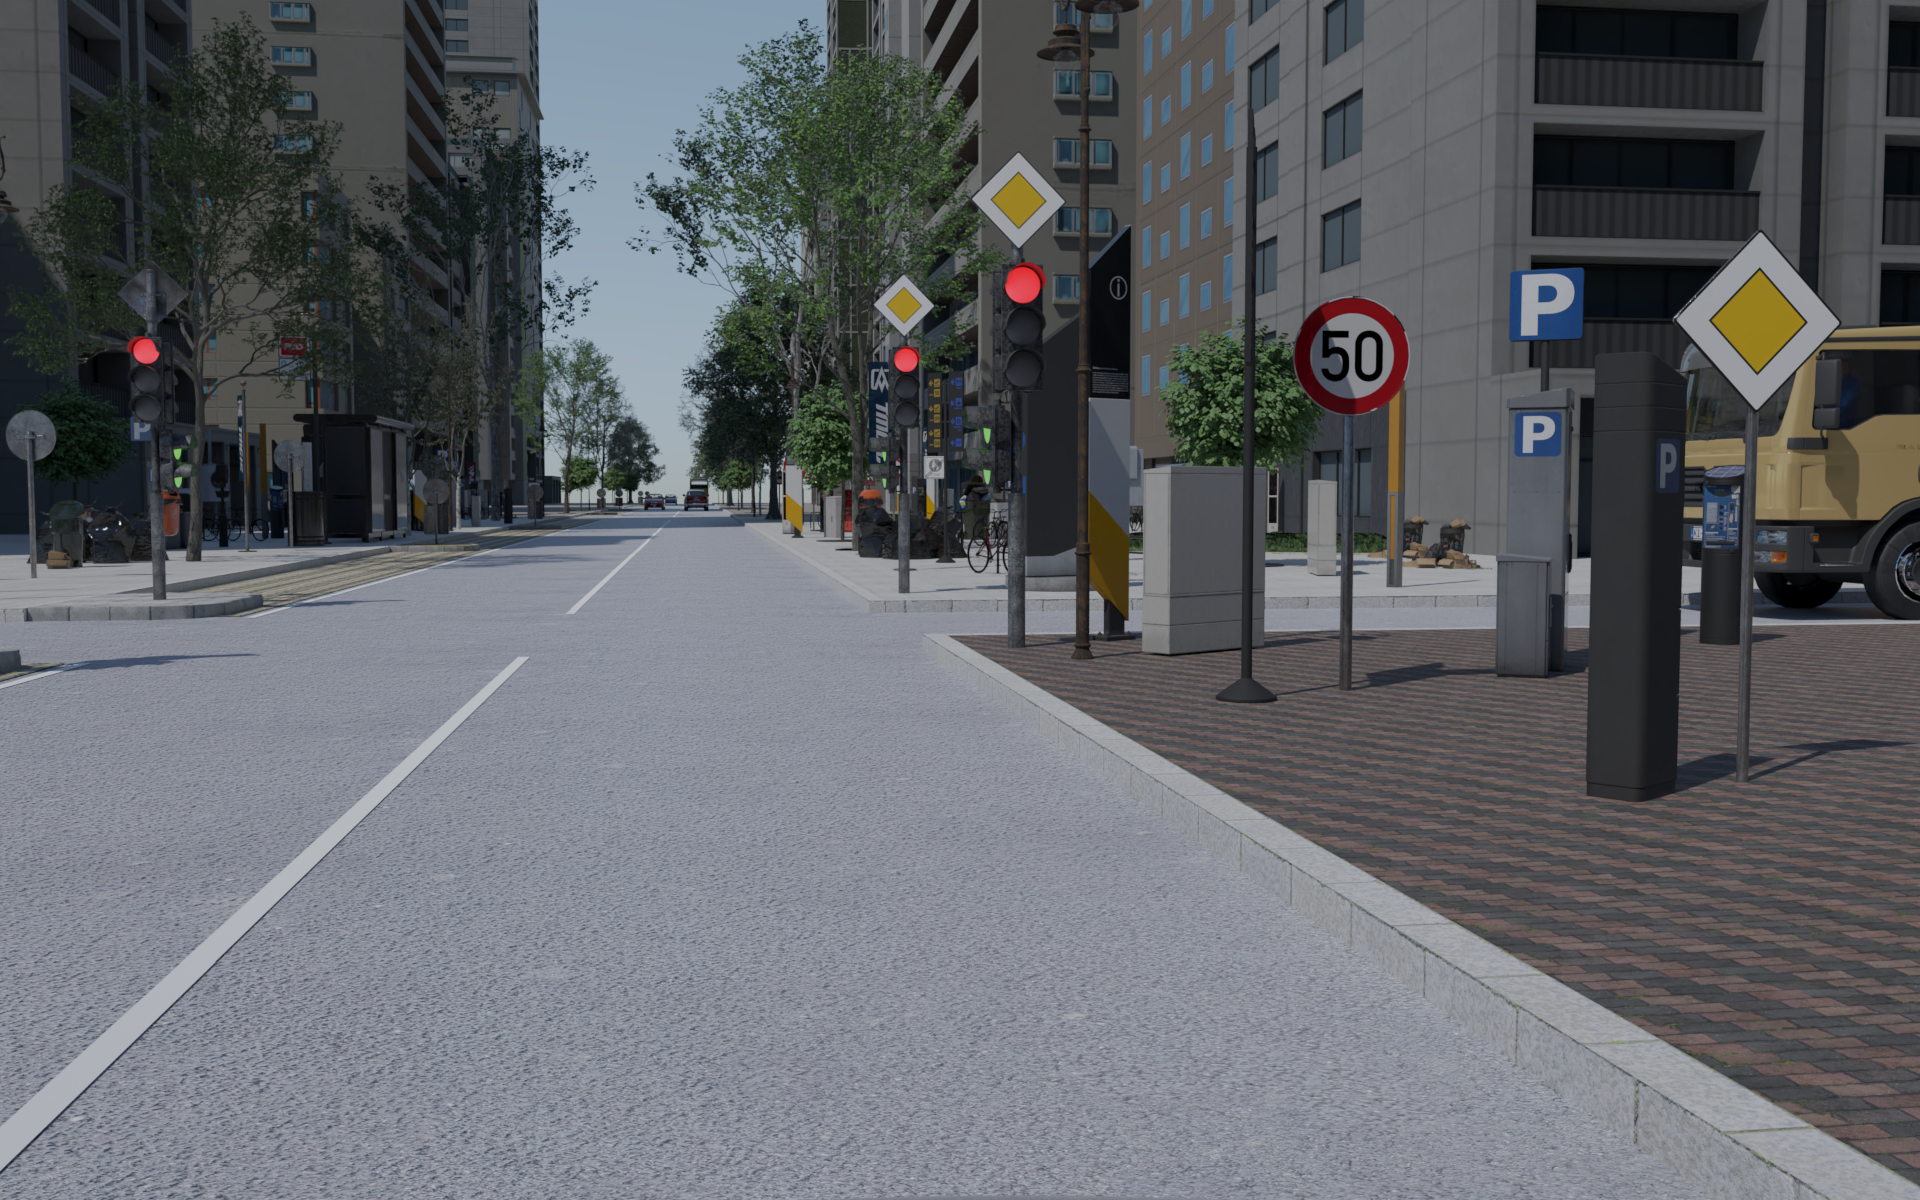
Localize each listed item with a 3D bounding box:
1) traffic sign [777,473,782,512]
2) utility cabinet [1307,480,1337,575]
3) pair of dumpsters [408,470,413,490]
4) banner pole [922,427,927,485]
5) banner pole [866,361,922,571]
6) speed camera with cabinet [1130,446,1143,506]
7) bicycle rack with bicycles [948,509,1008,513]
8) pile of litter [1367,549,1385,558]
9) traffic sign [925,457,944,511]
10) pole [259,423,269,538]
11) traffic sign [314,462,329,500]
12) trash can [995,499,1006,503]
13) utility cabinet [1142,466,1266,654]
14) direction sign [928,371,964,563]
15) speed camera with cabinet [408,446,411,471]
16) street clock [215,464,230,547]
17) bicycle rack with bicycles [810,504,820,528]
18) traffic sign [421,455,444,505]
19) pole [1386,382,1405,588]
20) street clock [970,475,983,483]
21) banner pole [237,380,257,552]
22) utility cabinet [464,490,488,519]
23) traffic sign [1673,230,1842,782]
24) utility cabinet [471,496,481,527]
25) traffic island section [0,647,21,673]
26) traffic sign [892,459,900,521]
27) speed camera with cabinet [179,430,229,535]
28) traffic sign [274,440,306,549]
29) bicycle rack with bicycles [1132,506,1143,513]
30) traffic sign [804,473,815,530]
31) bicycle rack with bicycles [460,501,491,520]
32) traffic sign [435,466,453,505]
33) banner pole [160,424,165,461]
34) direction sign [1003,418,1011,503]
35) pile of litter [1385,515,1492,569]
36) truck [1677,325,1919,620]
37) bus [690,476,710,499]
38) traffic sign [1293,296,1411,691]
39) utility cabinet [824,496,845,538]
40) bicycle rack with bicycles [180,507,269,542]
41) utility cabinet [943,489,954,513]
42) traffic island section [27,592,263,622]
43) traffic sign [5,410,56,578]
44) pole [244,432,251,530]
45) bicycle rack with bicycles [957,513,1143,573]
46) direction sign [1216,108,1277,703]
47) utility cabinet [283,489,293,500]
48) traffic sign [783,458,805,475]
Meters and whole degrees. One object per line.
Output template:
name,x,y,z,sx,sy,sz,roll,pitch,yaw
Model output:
traffic sign,-9.941,-5.826,95.358,0.768,2.556,0.104,0,4,-8
utility cabinet,5.767,-1.154,27.541,0.318,1.500,1.173,0,4,4
pair of dumpsters,-21.879,-3.938,66.880,1.574,2.255,4.437,-1,4,-8
banner pole,-1.184,-4.104,57.110,0.863,3.779,0.401,3,5,41
banner pole,-1.145,-2.378,28.902,0.863,3.779,0.401,-1,4,-18
speed camera with cabinet,3.774,-2.411,33.753,2.038,3.252,0.660,-1,4,-20
bicycle rack with bicycles,0.631,-1.718,41.464,2.852,0.926,2.925,-1,4,-14
pile of litter,8.946,-1.262,34.606,1.176,0.858,1.719,-2,4,-29
traffic sign,-0.672,-2.747,47.040,0.606,2.300,0.079,0,4,-6
pole,-20.104,-3.436,50.024,0.158,3.312,0.155,0,3,0
traffic sign,-19.696,-3.308,54.084,0.884,2.594,0.081,0,4,-8
trash can,1.419,-2.527,52.970,0.748,1.137,0.748,0,3,0
utility cabinet,1.987,-0.331,14.095,1.173,1.500,0.318,-3,5,-41
direction sign,-0.267,-2.461,32.234,0.876,3.537,0.379,3,5,41
speed camera with cabinet,-23.032,-4.780,72.492,0.660,3.252,2.038,0,4,-4
street clock,-17.843,-2.284,41.916,0.358,2.002,0.471,-1,4,-15
bicycle rack with bicycles,-4.303,-3.185,65.459,2.852,0.926,2.925,1,4,19
traffic sign,-17.346,-3.476,56.936,0.768,2.556,0.104,0,4,1
pole,5.978,-1.829,23.739,0.158,3.312,0.155,0,3,0
street clock,0.629,-3.739,65.703,0.471,2.002,0.358,0,4,-7
banner pole,-15.921,-2.963,38.462,0.401,3.779,0.863,-2,4,-35
utility cabinet,-24.697,-4.876,88.403,0.318,1.500,1.173,3,5,41
traffic sign,3.494,-0.397,7.670,0.795,2.450,0.064,0,4,-8
utility cabinet,-19.031,-3.487,68.174,0.306,1.237,1.020,-1,4,-12
traffic island section,-8.544,0.559,13.144,2.009,0.180,2.903,-1,4,-9
traffic sign,-2.294,-3.656,59.889,0.768,2.556,0.104,0,4,-1
speed camera with cabinet,-23.305,-3.564,52.612,0.660,3.252,2.038,3,4,36
traffic sign,-15.748,-2.484,40.715,0.768,2.556,0.104,0,4,0
bicycle rack with bicycles,7.172,-2.666,56.966,2.852,0.926,2.925,1,4,17
traffic sign,-5.135,-3.714,60.728,0.884,2.594,0.081,0,4,1
bicycle rack with bicycles,-24.429,-4.480,86.636,2.925,0.926,2.852,-3,4,-36
traffic sign,-20.202,-4.129,67.515,0.884,2.594,0.081,0,4,-6
banner pole,-24.901,-3.914,54.008,0.863,3.779,0.401,3,4,38
direction sign,1.314,-3.643,51.564,0.379,3.537,0.876,2,4,34
pile of litter,8.427,-0.986,30.082,1.176,0.858,1.719,-1,4,-21
truck,12.828,-1.535,21.020,9.791,3.379,3.469,-1,4,-8
bus,-36.044,-15.177,239.688,2.896,3.916,12.252,0,4,-8
traffic sign,2.520,-0.681,11.247,0.768,2.556,0.104,0,4,-3
utility cabinet,-3.706,-2.432,50.925,0.306,1.237,1.020,-2,4,-25
bicycle rack with bicycles,-20.437,-2.023,46.452,2.925,0.926,2.852,2,4,29
utility cabinet,-0.728,-4.214,77.575,0.318,1.500,1.173,-2,4,-32
traffic island section,-9.739,0.076,21.040,2.009,0.180,2.903,-1,4,-9
traffic sign,-14.113,-1.603,26.317,0.768,2.556,0.104,0,4,0
pole,-23.379,-3.850,56.795,0.158,3.312,0.155,0,3,0
bicycle rack with bicycles,1.769,-0.860,27.450,2.852,0.926,2.925,-2,4,-28
direction sign,1.785,-1.143,10.691,0.379,3.537,0.876,1,4,11
utility cabinet,-31.673,-4.463,81.645,0.318,1.500,1.173,-2,4,-28
traffic sign,-5.120,-3.297,54.005,0.768,2.556,0.104,0,4,-1
